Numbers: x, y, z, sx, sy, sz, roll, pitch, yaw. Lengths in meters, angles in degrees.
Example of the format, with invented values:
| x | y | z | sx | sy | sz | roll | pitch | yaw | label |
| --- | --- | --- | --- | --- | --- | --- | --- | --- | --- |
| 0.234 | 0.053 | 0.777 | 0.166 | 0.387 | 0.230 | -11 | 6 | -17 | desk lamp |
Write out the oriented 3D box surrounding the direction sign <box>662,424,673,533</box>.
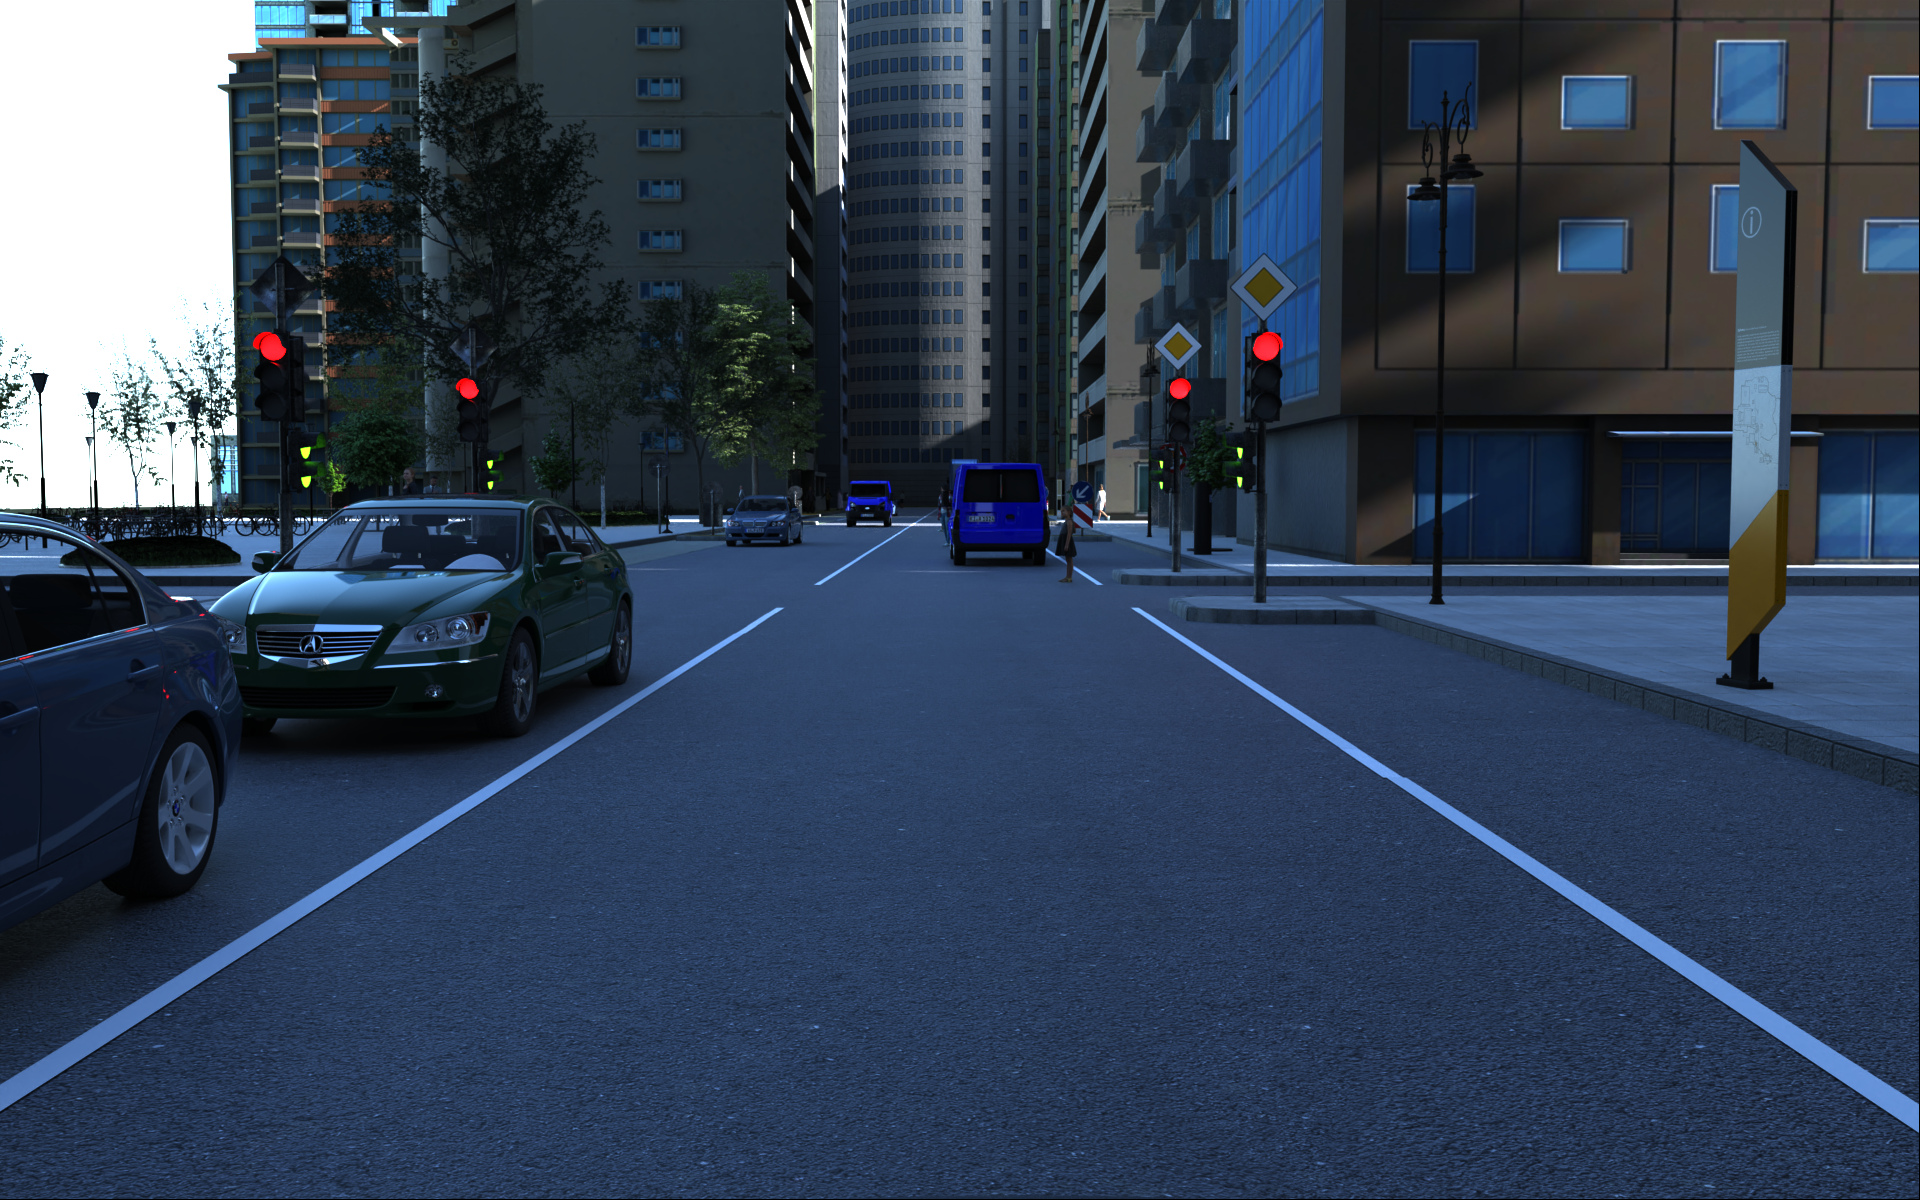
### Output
| x | y | z | sx | sy | sz | roll | pitch | yaw | label |
| --- | --- | --- | --- | --- | --- | --- | --- | --- | --- |
| -9.580 | -3.949 | 56.570 | 0.379 | 3.537 | 0.876 | -1 | 4 | -16 | direction sign |

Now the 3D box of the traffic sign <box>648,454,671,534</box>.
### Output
| x | y | z | sx | sy | sz | roll | pitch | yaw | label |
| --- | --- | --- | --- | --- | --- | --- | --- | --- | --- |
| -9.630 | -3.387 | 55.485 | 0.768 | 2.556 | 0.104 | 0 | 4 | 7 | traffic sign |

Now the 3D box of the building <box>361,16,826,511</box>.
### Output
| x | y | z | sx | sy | sz | roll | pitch | yaw | label |
| --- | --- | --- | --- | --- | --- | --- | --- | --- | --- |
| -27.208 | -27.237 | 137.201 | 32.217 | 40.220 | 23.993 | 0 | 3 | 0 | building |

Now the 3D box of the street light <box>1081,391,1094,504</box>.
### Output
| x | y | z | sx | sy | sz | roll | pitch | yaw | label |
| --- | --- | --- | --- | --- | --- | --- | --- | --- | --- |
| 5.690 | -6.413 | 77.638 | 0.468 | 5.910 | 1.993 | 0 | 3 | 0 | street light |

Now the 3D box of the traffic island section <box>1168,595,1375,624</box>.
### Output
| x | y | z | sx | sy | sz | roll | pitch | yaw | label |
| --- | --- | --- | --- | --- | --- | --- | --- | --- | --- |
| 3.568 | 0.110 | 20.489 | 2.009 | 0.180 | 2.903 | 0 | 3 | 0 | traffic island section |

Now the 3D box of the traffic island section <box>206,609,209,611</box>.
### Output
| x | y | z | sx | sy | sz | roll | pitch | yaw | label |
| --- | --- | --- | --- | --- | --- | --- | --- | --- | --- |
| -7.973 | 0.109 | 20.502 | 2.009 | 0.180 | 2.903 | 0 | 3 | 0 | traffic island section |

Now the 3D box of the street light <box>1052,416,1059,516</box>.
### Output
| x | y | z | sx | sy | sz | roll | pitch | yaw | label |
| --- | --- | --- | --- | --- | --- | --- | --- | --- | --- |
| 5.669 | -7.966 | 103.026 | 0.468 | 5.910 | 1.993 | 0 | 3 | 0 | street light |

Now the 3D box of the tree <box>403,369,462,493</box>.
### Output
| x | y | z | sx | sy | sz | roll | pitch | yaw | label |
| --- | --- | --- | --- | --- | --- | --- | --- | --- | --- |
| -29.856 | -9.159 | 100.115 | 4.360 | 8.622 | 3.978 | 0 | 3 | 0 | tree |

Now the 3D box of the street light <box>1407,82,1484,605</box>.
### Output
| x | y | z | sx | sy | sz | roll | pitch | yaw | label |
| --- | --- | --- | --- | --- | --- | --- | --- | --- | --- |
| 5.559 | -2.888 | 20.010 | 0.468 | 5.910 | 1.993 | 0 | 3 | 0 | street light |

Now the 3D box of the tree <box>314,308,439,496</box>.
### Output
| x | y | z | sx | sy | sz | roll | pitch | yaw | label |
| --- | --- | --- | --- | --- | --- | --- | --- | --- | --- |
| -21.922 | -7.058 | 65.765 | 4.737 | 8.622 | 4.395 | 0 | 3 | 0 | tree |

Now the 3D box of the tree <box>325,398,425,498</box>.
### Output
| x | y | z | sx | sy | sz | roll | pitch | yaw | label |
| --- | --- | --- | --- | --- | --- | --- | --- | --- | --- |
| -20.104 | -4.630 | 59.416 | 4.285 | 4.588 | 4.351 | 0 | 3 | 0 | tree |

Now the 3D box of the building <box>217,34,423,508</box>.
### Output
| x | y | z | sx | sy | sz | roll | pitch | yaw | label |
| --- | --- | --- | --- | --- | --- | --- | --- | --- | --- |
| -54.069 | -31.398 | 167.975 | 28.867 | 44.769 | 22.147 | 0 | 3 | 0 | building |

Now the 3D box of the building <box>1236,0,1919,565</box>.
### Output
| x | y | z | sx | sy | sz | roll | pitch | yaw | label |
| --- | --- | --- | --- | --- | --- | --- | --- | --- | --- |
| 13.860 | -23.628 | 36.423 | 14.200 | 45.320 | 14.600 | 0 | 3 | 0 | building |

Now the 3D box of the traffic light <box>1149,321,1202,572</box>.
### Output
| x | y | z | sx | sy | sz | roll | pitch | yaw | label |
| --- | --- | --- | --- | --- | --- | --- | --- | --- | --- |
| 3.534 | -2.412 | 28.360 | 0.839 | 4.253 | 0.868 | 0 | 3 | 0 | traffic light |

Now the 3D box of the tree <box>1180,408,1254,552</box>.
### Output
| x | y | z | sx | sy | sz | roll | pitch | yaw | label |
| --- | --- | --- | --- | --- | --- | --- | --- | --- | --- |
| 5.612 | -2.707 | 38.862 | 1.663 | 3.219 | 1.824 | 0 | 3 | 0 | tree |

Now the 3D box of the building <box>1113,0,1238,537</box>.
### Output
| x | y | z | sx | sy | sz | roll | pitch | yaw | label |
| --- | --- | --- | --- | --- | --- | --- | --- | --- | --- |
| 17.859 | -26.818 | 58.080 | 23.786 | 49.044 | 30.456 | 0 | 3 | 0 | building |

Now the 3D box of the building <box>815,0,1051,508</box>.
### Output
| x | y | z | sx | sy | sz | roll | pitch | yaw | label |
| --- | --- | --- | --- | --- | --- | --- | --- | --- | --- |
| -1.157 | -40.093 | 197.517 | 28.212 | 58.520 | 21.231 | 0 | 3 | 0 | building |

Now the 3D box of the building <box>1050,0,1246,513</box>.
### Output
| x | y | z | sx | sy | sz | roll | pitch | yaw | label |
| --- | --- | --- | --- | --- | --- | --- | --- | --- | --- |
| 14.622 | -30.090 | 142.086 | 14.600 | 45.320 | 14.200 | 0 | 3 | 0 | building |

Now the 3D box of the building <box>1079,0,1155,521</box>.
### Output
| x | y | z | sx | sy | sz | roll | pitch | yaw | label |
| --- | --- | --- | --- | --- | --- | --- | --- | --- | --- |
| 17.657 | -28.646 | 92.060 | 21.300 | 48.544 | 21.600 | 0 | 3 | 0 | building |

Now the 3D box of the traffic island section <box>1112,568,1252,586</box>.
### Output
| x | y | z | sx | sy | sz | roll | pitch | yaw | label |
| --- | --- | --- | --- | --- | --- | --- | --- | --- | --- |
| 3.574 | -0.379 | 28.474 | 2.009 | 0.180 | 2.903 | 0 | 3 | 0 | traffic island section |

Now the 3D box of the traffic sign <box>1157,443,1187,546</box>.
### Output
| x | y | z | sx | sy | sz | roll | pitch | yaw | label |
| --- | --- | --- | --- | --- | --- | --- | --- | --- | --- |
| 5.254 | -2.627 | 43.058 | 0.768 | 2.556 | 0.104 | 0 | 4 | 0 | traffic sign |

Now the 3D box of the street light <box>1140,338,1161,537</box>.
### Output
| x | y | z | sx | sy | sz | roll | pitch | yaw | label |
| --- | --- | --- | --- | --- | --- | --- | --- | --- | --- |
| 5.640 | -4.808 | 51.399 | 0.468 | 5.910 | 1.993 | 0 | 3 | 0 | street light |

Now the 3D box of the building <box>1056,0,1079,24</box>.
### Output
| x | y | z | sx | sy | sz | roll | pitch | yaw | label |
| --- | --- | --- | --- | --- | --- | --- | --- | --- | --- |
| 13.988 | -27.187 | 128.095 | 14.154 | 41.232 | 14.086 | 0 | 3 | 0 | building |

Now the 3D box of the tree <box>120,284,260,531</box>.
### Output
| x | y | z | sx | sy | sz | roll | pitch | yaw | label |
| --- | --- | --- | --- | --- | --- | --- | --- | --- | --- |
| -25.886 | -6.690 | 59.746 | 4.360 | 8.622 | 3.978 | 0 | 3 | 0 | tree |

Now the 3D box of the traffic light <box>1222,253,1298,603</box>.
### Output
| x | y | z | sx | sy | sz | roll | pitch | yaw | label |
| --- | --- | --- | --- | --- | --- | --- | --- | --- | --- |
| 3.528 | -1.924 | 20.375 | 0.839 | 4.253 | 0.868 | 0 | 3 | 0 | traffic light |

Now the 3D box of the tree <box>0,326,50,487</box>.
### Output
| x | y | z | sx | sy | sz | roll | pitch | yaw | label |
| --- | --- | --- | --- | --- | --- | --- | --- | --- | --- |
| -34.049 | -6.699 | 59.883 | 4.737 | 8.622 | 4.395 | 0 | 3 | 0 | tree |

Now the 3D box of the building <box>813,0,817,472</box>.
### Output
| x | y | z | sx | sy | sz | roll | pitch | yaw | label |
| --- | --- | --- | --- | --- | --- | --- | --- | --- | --- |
| -25.154 | -38.236 | 167.159 | 28.212 | 58.520 | 21.231 | 0 | 3 | 0 | building |

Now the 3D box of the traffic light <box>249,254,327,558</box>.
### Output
| x | y | z | sx | sy | sz | roll | pitch | yaw | label |
| --- | --- | --- | --- | --- | --- | --- | --- | --- | --- |
| -7.933 | -1.923 | 20.368 | 0.839 | 4.253 | 0.868 | 0 | 3 | 0 | traffic light |

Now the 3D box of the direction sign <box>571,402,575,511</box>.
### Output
| x | y | z | sx | sy | sz | roll | pitch | yaw | label |
| --- | --- | --- | --- | --- | --- | --- | --- | --- | --- |
| -9.590 | -3.116 | 42.949 | 0.379 | 3.537 | 0.876 | -1 | 4 | -12 | direction sign |

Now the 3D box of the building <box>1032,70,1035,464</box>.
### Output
| x | y | z | sx | sy | sz | roll | pitch | yaw | label |
| --- | --- | --- | --- | --- | --- | --- | --- | --- | --- |
| 14.296 | -31.824 | 170.427 | 14.600 | 45.320 | 14.200 | 0 | 3 | 0 | building |

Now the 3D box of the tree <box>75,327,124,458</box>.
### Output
| x | y | z | sx | sy | sz | roll | pitch | yaw | label |
| --- | --- | --- | --- | --- | --- | --- | --- | --- | --- |
| -36.206 | -7.670 | 75.774 | 4.360 | 8.622 | 3.978 | 0 | 3 | 0 | tree |

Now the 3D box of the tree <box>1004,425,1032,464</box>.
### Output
| x | y | z | sx | sy | sz | roll | pitch | yaw | label |
| --- | --- | --- | --- | --- | --- | --- | --- | --- | --- |
| 6.502 | -14.115 | 181.139 | 4.360 | 8.622 | 3.978 | 0 | 3 | 0 | tree |

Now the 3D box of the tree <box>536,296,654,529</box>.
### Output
| x | y | z | sx | sy | sz | roll | pitch | yaw | label |
| --- | --- | --- | --- | --- | --- | --- | --- | --- | --- |
| -13.224 | -6.877 | 62.806 | 4.360 | 8.622 | 3.978 | 0 | 3 | 0 | tree |

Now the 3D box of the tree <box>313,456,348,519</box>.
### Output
| x | y | z | sx | sy | sz | roll | pitch | yaw | label |
| --- | --- | --- | --- | --- | --- | --- | --- | --- | --- |
| -32.012 | -5.725 | 88.198 | 1.663 | 3.219 | 1.824 | 0 | 3 | 0 | tree |

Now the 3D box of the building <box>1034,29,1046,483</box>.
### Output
| x | y | z | sx | sy | sz | roll | pitch | yaw | label |
| --- | --- | --- | --- | --- | --- | --- | --- | --- | --- |
| 13.694 | -28.913 | 156.328 | 14.154 | 41.232 | 14.086 | 0 | 3 | 0 | building |

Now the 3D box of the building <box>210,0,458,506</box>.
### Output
| x | y | z | sx | sy | sz | roll | pitch | yaw | label |
| --- | --- | --- | --- | --- | --- | --- | --- | --- | --- |
| -66.024 | -54.103 | 197.260 | 31.000 | 86.520 | 22.319 | 0 | 3 | 0 | building |

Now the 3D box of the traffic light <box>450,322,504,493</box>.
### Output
| x | y | z | sx | sy | sz | roll | pitch | yaw | label |
| --- | --- | --- | --- | --- | --- | --- | --- | --- | --- |
| -7.928 | -2.412 | 28.353 | 0.839 | 4.253 | 0.868 | 0 | 3 | 0 | traffic light |

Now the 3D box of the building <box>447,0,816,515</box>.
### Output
| x | y | z | sx | sy | sz | roll | pitch | yaw | label |
| --- | --- | --- | --- | --- | --- | --- | --- | --- | --- |
| -21.163 | -29.999 | 114.189 | 21.300 | 48.544 | 21.600 | 0 | 3 | 0 | building |
